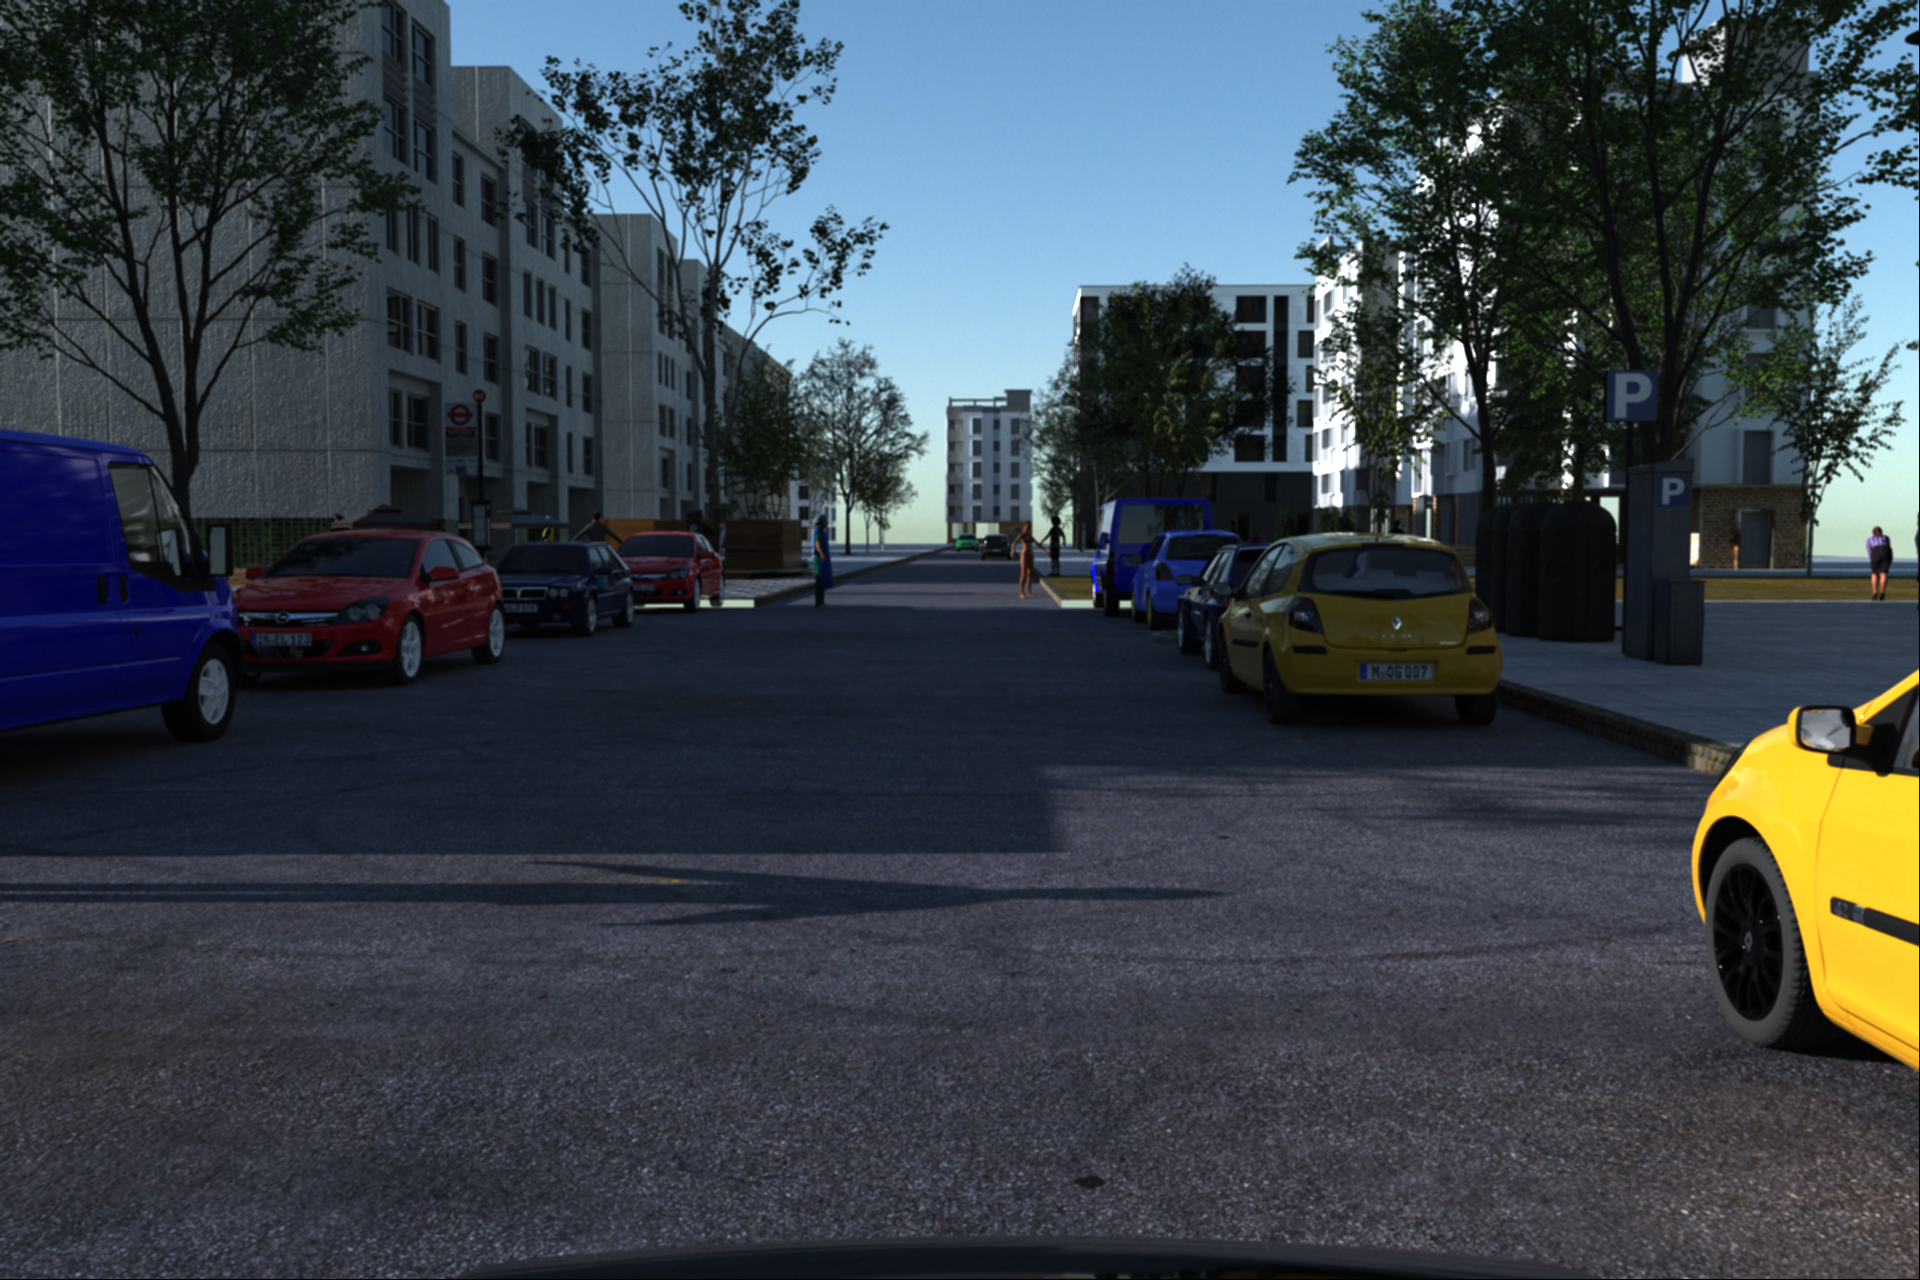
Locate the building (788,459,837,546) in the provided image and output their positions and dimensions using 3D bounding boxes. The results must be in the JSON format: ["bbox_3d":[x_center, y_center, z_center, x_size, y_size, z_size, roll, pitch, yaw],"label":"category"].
[{"bbox_3d":[-18.812,-15.902,202.146,9.099,9.664,28.070,0,4,2],"label":"building"}]

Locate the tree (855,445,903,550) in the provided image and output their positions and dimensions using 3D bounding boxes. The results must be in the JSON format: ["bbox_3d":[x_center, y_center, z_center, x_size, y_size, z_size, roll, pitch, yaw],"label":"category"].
[{"bbox_3d":[-6.044,-11.625,140.429,4.360,8.622,3.978,0,3,0],"label":"tree"}]

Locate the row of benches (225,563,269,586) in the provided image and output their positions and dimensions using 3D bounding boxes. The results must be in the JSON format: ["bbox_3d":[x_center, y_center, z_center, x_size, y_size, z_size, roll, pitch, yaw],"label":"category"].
[{"bbox_3d":[-13.740,-1.262,36.102,4.104,0.672,1.422,2,4,30],"label":"row of benches"}]

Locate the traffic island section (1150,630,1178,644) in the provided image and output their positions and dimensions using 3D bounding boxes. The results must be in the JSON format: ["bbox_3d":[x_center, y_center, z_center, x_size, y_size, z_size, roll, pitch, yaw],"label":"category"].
[{"bbox_3d":[3.583,-0.027,23.314,1.991,0.108,1.994,0,4,1],"label":"traffic island section"}]

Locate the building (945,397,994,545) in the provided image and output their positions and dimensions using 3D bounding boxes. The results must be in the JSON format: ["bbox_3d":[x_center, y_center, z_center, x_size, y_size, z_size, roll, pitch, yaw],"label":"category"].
[{"bbox_3d":[-1.594,-22.749,230.825,11.380,20.090,16.016,0,4,1],"label":"building"}]

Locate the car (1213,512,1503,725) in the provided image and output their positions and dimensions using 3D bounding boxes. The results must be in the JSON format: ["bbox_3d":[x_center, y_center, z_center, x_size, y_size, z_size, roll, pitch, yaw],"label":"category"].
[{"bbox_3d":[3.190,-0.259,14.451,2.015,1.641,3.980,0,4,1],"label":"car"}]

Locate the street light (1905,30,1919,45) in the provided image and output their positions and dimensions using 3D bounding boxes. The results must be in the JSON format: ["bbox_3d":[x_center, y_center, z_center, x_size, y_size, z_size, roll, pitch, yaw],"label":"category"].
[{"bbox_3d":[6.955,-2.379,11.682,0.468,5.910,1.993,0,4,1],"label":"street light"}]

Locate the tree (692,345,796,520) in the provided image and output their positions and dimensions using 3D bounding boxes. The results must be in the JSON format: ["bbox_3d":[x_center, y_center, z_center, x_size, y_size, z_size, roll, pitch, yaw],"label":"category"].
[{"bbox_3d":[-8.250,-7.159,67.410,4.737,8.622,4.395,0,3,0],"label":"tree"}]

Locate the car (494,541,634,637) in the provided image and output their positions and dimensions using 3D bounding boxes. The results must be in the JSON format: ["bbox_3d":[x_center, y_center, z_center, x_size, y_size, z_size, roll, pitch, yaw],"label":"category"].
[{"bbox_3d":[-5.968,-0.787,25.450,1.945,1.354,3.894,0,4,1],"label":"car"}]

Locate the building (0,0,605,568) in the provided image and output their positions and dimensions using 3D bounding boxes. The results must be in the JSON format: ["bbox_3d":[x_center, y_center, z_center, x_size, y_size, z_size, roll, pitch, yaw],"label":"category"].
[{"bbox_3d":[-25.363,-12.200,65.935,16.747,18.905,31.486,0,4,1],"label":"building"}]

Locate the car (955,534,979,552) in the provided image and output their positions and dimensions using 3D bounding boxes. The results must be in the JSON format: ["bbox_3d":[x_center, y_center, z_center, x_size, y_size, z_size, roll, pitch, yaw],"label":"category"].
[{"bbox_3d":[0.604,-7.969,139.082,1.959,1.807,4.718,0,4,2],"label":"car"}]

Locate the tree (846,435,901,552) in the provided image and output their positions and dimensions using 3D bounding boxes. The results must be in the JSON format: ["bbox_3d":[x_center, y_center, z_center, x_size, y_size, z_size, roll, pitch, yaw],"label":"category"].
[{"bbox_3d":[-6.614,-10.724,125.701,4.737,8.622,4.395,0,3,0],"label":"tree"}]

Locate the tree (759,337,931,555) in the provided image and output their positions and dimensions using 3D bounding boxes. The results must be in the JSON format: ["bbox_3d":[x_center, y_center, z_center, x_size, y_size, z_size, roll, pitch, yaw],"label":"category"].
[{"bbox_3d":[-6.890,-12.010,106.727,12.009,13.543,11.850,0,3,0],"label":"tree"}]

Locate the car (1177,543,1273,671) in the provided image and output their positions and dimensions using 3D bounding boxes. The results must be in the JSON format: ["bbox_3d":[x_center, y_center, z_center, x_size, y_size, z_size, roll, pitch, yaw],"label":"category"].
[{"bbox_3d":[3.471,-0.424,19.521,1.945,1.354,3.894,0,4,1],"label":"car"}]

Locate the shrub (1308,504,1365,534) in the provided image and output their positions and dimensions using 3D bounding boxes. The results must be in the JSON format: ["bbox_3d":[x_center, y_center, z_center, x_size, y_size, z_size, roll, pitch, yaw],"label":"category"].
[{"bbox_3d":[9.531,-2.459,44.244,1.661,2.075,1.752,0,3,0],"label":"shrub"}]

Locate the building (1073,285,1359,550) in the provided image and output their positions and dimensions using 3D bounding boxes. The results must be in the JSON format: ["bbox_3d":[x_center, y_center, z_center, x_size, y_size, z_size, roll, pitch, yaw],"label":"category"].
[{"bbox_3d":[24.216,-19.244,158.611,27.936,21.610,32.646,0,4,2],"label":"building"}]

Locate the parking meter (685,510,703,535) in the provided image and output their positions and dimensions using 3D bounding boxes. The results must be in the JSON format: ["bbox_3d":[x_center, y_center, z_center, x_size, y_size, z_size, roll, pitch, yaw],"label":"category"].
[{"bbox_3d":[-6.378,-2.190,41.524,0.399,1.863,0.255,0,4,2],"label":"parking meter"}]

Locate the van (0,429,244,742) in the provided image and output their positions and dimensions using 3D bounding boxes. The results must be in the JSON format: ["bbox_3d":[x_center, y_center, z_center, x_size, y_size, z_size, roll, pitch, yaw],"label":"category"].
[{"bbox_3d":[-6.121,-0.359,10.251,2.240,2.365,5.245,0,4,1],"label":"van"}]

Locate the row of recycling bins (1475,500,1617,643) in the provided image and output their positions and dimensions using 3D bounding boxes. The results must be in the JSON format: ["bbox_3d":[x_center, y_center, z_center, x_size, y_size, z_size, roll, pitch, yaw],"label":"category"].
[{"bbox_3d":[7.397,-0.920,22.147,1.069,1.692,3.534,0,4,1],"label":"row of recycling bins"}]

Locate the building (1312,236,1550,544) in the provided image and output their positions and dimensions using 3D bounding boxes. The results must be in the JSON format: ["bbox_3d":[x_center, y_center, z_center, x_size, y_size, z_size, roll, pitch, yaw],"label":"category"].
[{"bbox_3d":[27.967,-15.565,110.915,16.016,20.090,11.380,0,4,1],"label":"building"}]

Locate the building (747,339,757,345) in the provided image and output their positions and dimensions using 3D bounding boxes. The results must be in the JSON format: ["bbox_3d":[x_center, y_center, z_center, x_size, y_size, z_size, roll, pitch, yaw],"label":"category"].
[{"bbox_3d":[-25.282,-19.121,169.050,16.016,20.090,11.380,0,4,1],"label":"building"}]

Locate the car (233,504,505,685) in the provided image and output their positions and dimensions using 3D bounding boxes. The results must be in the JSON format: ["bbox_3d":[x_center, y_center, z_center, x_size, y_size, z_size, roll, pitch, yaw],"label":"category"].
[{"bbox_3d":[-6.061,-0.535,17.789,2.155,1.783,4.494,0,4,2],"label":"car"}]

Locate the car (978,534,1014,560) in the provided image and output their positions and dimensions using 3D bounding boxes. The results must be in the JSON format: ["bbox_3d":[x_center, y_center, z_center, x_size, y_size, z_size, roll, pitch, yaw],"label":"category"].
[{"bbox_3d":[2.003,-5.247,95.571,2.009,1.686,4.222,0,4,1],"label":"car"}]

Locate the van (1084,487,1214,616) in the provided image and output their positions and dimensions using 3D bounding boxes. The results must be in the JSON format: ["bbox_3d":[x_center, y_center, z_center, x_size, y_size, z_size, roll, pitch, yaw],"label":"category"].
[{"bbox_3d":[3.479,-1.675,31.778,2.240,2.365,5.245,0,4,0],"label":"van"}]

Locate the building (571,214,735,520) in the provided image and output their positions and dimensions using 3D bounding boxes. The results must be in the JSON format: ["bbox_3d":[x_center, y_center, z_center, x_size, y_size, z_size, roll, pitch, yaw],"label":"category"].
[{"bbox_3d":[-25.183,-15.005,111.781,16.747,18.905,31.486,0,4,1],"label":"building"}]

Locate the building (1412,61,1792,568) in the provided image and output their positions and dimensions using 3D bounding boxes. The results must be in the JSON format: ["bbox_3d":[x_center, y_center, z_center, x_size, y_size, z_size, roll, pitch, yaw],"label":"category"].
[{"bbox_3d":[25.405,-13.425,75.914,16.016,20.090,11.380,0,4,2],"label":"building"}]

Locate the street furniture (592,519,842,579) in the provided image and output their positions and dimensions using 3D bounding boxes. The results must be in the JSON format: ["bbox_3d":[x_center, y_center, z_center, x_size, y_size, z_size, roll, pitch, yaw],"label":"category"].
[{"bbox_3d":[-8.455,-2.857,53.560,11.010,1.723,9.812,1,4,12],"label":"street furniture"}]

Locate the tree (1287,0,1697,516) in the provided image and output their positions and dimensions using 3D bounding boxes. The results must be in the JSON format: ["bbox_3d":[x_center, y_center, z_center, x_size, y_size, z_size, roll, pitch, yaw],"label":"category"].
[{"bbox_3d":[9.730,-6.498,32.002,9.928,11.665,9.643,0,3,0],"label":"tree"}]

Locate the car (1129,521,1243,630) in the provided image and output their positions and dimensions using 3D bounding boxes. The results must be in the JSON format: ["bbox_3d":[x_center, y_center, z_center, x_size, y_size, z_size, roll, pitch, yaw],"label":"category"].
[{"bbox_3d":[3.645,-1.071,27.102,1.945,1.707,3.694,0,4,0],"label":"car"}]

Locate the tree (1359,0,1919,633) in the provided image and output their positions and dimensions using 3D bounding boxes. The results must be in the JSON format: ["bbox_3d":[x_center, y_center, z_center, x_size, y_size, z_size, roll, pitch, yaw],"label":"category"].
[{"bbox_3d":[9.167,-5.928,22.681,9.928,11.665,9.643,0,3,0],"label":"tree"}]

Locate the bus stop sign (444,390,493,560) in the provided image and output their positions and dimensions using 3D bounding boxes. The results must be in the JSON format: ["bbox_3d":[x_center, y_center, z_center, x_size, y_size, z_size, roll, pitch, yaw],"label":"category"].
[{"bbox_3d":[-9.083,-2.652,32.056,0.855,3.939,0.416,0,4,0],"label":"bus stop sign"}]

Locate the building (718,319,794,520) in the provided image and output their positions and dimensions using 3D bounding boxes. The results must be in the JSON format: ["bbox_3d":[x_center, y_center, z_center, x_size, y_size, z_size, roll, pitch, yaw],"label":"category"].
[{"bbox_3d":[-25.690,-19.896,156.234,19.493,23.208,18.063,0,4,1],"label":"building"}]

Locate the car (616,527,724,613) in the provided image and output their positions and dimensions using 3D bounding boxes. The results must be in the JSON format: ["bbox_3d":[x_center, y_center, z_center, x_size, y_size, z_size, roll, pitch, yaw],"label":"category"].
[{"bbox_3d":[-5.636,-1.459,32.896,2.155,1.783,4.494,0,4,1],"label":"car"}]

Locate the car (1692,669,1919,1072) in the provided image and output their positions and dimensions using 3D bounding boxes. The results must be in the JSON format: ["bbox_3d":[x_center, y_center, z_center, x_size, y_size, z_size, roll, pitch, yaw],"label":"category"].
[{"bbox_3d":[3.035,0.401,3.676,2.015,1.641,3.980,0,4,0],"label":"car"}]
